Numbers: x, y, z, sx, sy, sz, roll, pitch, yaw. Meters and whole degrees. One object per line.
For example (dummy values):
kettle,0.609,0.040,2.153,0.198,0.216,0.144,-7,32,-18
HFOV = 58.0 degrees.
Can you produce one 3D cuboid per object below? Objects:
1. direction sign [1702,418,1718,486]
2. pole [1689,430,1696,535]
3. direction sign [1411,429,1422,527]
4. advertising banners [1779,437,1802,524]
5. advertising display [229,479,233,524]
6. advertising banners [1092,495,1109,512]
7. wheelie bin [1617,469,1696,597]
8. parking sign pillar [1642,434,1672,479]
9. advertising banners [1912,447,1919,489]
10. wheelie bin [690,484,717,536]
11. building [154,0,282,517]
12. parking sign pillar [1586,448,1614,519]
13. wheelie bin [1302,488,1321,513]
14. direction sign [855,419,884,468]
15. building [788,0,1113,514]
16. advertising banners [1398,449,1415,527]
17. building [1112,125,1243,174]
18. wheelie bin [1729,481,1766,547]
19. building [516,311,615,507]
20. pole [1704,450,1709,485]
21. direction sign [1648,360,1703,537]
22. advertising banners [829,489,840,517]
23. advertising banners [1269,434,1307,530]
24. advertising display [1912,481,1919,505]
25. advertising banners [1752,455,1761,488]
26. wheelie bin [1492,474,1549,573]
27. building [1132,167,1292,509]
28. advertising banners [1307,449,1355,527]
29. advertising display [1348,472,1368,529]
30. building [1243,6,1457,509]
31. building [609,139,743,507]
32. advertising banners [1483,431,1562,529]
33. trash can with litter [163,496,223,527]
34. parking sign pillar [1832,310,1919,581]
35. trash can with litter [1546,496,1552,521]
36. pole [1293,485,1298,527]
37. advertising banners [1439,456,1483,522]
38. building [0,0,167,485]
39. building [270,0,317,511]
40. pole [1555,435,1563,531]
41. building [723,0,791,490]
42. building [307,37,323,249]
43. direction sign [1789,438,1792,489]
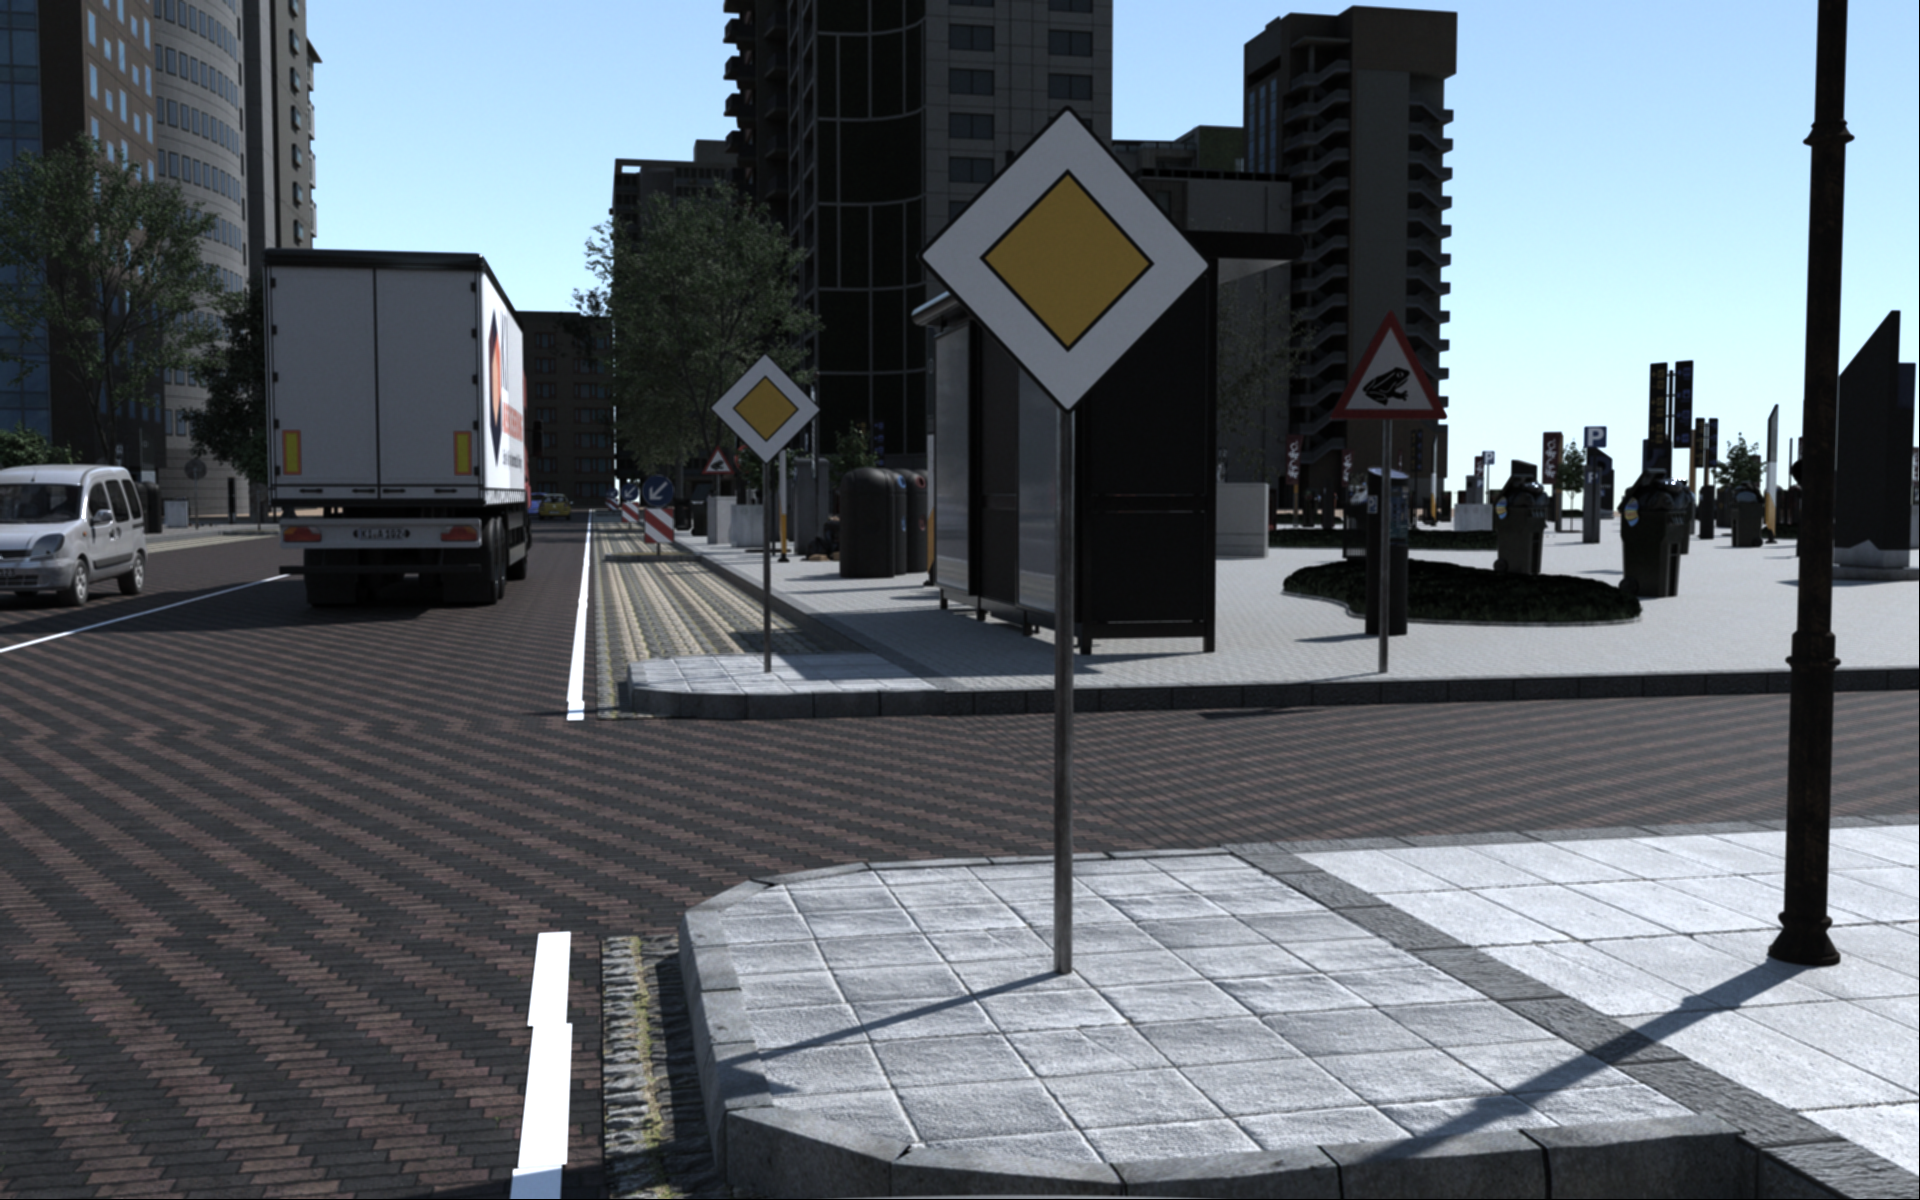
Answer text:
direction sign,22.193,-3.643,51.567,0.876,3.537,0.379,-2,4,-24
pole,23.195,-3.731,54.843,0.158,3.312,0.155,0,3,0
direction sign,16.003,-4.207,60.774,0.379,3.537,0.876,-1,4,-9
advertising banners,25.739,-3.512,53.603,0.090,3.025,2.074,1,4,8
advertising display,-30.919,-4.173,73.444,0.123,1.923,0.974,-1,4,-23
advertising banners,1.787,-1.904,27.325,0.090,3.025,2.074,3,5,41
wheelie bin,8.723,-0.848,21.769,0.693,1.594,0.980,3,5,43
parking sign pillar,24.443,-4.421,60.756,1.447,3.967,1.447,0,4,-6
advertising banners,35.981,-4.179,64.513,2.074,3.025,0.090,-2,4,-32
wheelie bin,-7.826,-2.760,53.033,0.980,1.594,0.693,3,4,36
building,-56.115,-34.550,106.892,21.231,58.520,28.212,-1,4,-12
parking sign pillar,32.813,-6.136,88.792,1.447,3.967,1.447,0,4,-2
wheelie bin,18.980,-5.239,93.567,0.980,1.594,0.693,0,4,7
direction sign,-2.708,-3.681,52.184,0.876,3.537,0.379,-1,4,-14
building,-2.478,-41.504,116.846,20.563,71.187,20.611,-1,4,-12
advertising banners,16.995,-4.269,65.988,0.090,3.025,2.074,0,4,-3
building,22.747,-31.263,194.737,14.086,41.232,14.154,-1,4,-12
wheelie bin,19.097,-2.088,42.040,0.693,1.594,0.980,0,4,4
building,-52.148,-20.883,186.471,28.899,21.520,27.650,-1,4,-12
pole,34.312,-5.247,79.634,0.158,3.312,0.155,0,3,0
direction sign,12.174,-2.308,29.739,0.379,3.537,0.876,-2,4,-27
advertising banners,-3.702,-3.466,52.863,0.090,3.025,2.074,3,5,44
advertising banners,8.999,-3.333,50.678,2.074,3.025,0.090,1,4,15
advertising display,46.388,-4.788,83.490,0.974,1.923,0.123,0,4,-6
advertising banners,36.234,-4.958,77.254,2.074,3.025,0.090,3,5,39
wheelie bin,9.099,-1.231,28.041,0.980,1.594,0.693,-3,5,-41
building,20.819,-23.575,157.153,14.107,30.474,14.160,-1,4,-12
advertising banners,14.199,-4.323,66.868,2.074,3.025,0.090,0,4,4
advertising display,11.777,-2.781,50.682,0.123,1.923,0.974,-3,5,-40
building,34.976,-31.074,158.169,14.200,45.320,14.600,-1,4,-12
building,-26.595,-30.642,192.872,23.993,40.220,32.217,-1,4,-12
advertising banners,15.943,-3.231,49.017,2.074,3.025,0.090,2,4,32
trash can with litter,-30.385,-3.518,68.572,2.233,1.210,1.678,-2,4,-28
parking sign pillar,13.796,-2.304,26.139,1.447,3.967,1.447,0,4,-4
trash can with litter,27.986,-4.311,81.870,0.624,1.170,1.055,2,4,35
pole,12.991,-4.471,66.949,0.158,3.312,0.155,0,3,0
advertising banners,23.175,-5.117,79.852,2.074,3.025,0.090,1,4,9
building,-49.346,-26.699,86.640,14.600,45.320,14.200,-1,4,-12
building,-63.193,-31.242,134.515,21.600,48.544,21.300,-1,4,-12
pole,20.534,-4.007,59.352,0.158,3.312,0.155,0,3,0
building,-7.698,-29.796,141.789,22.147,44.769,28.867,-1,4,-12
building,-80.030,-36.120,179.800,27.495,52.752,28.713,-1,4,-12
direction sign,33.477,-4.762,69.856,0.379,3.537,0.876,1,4,22
